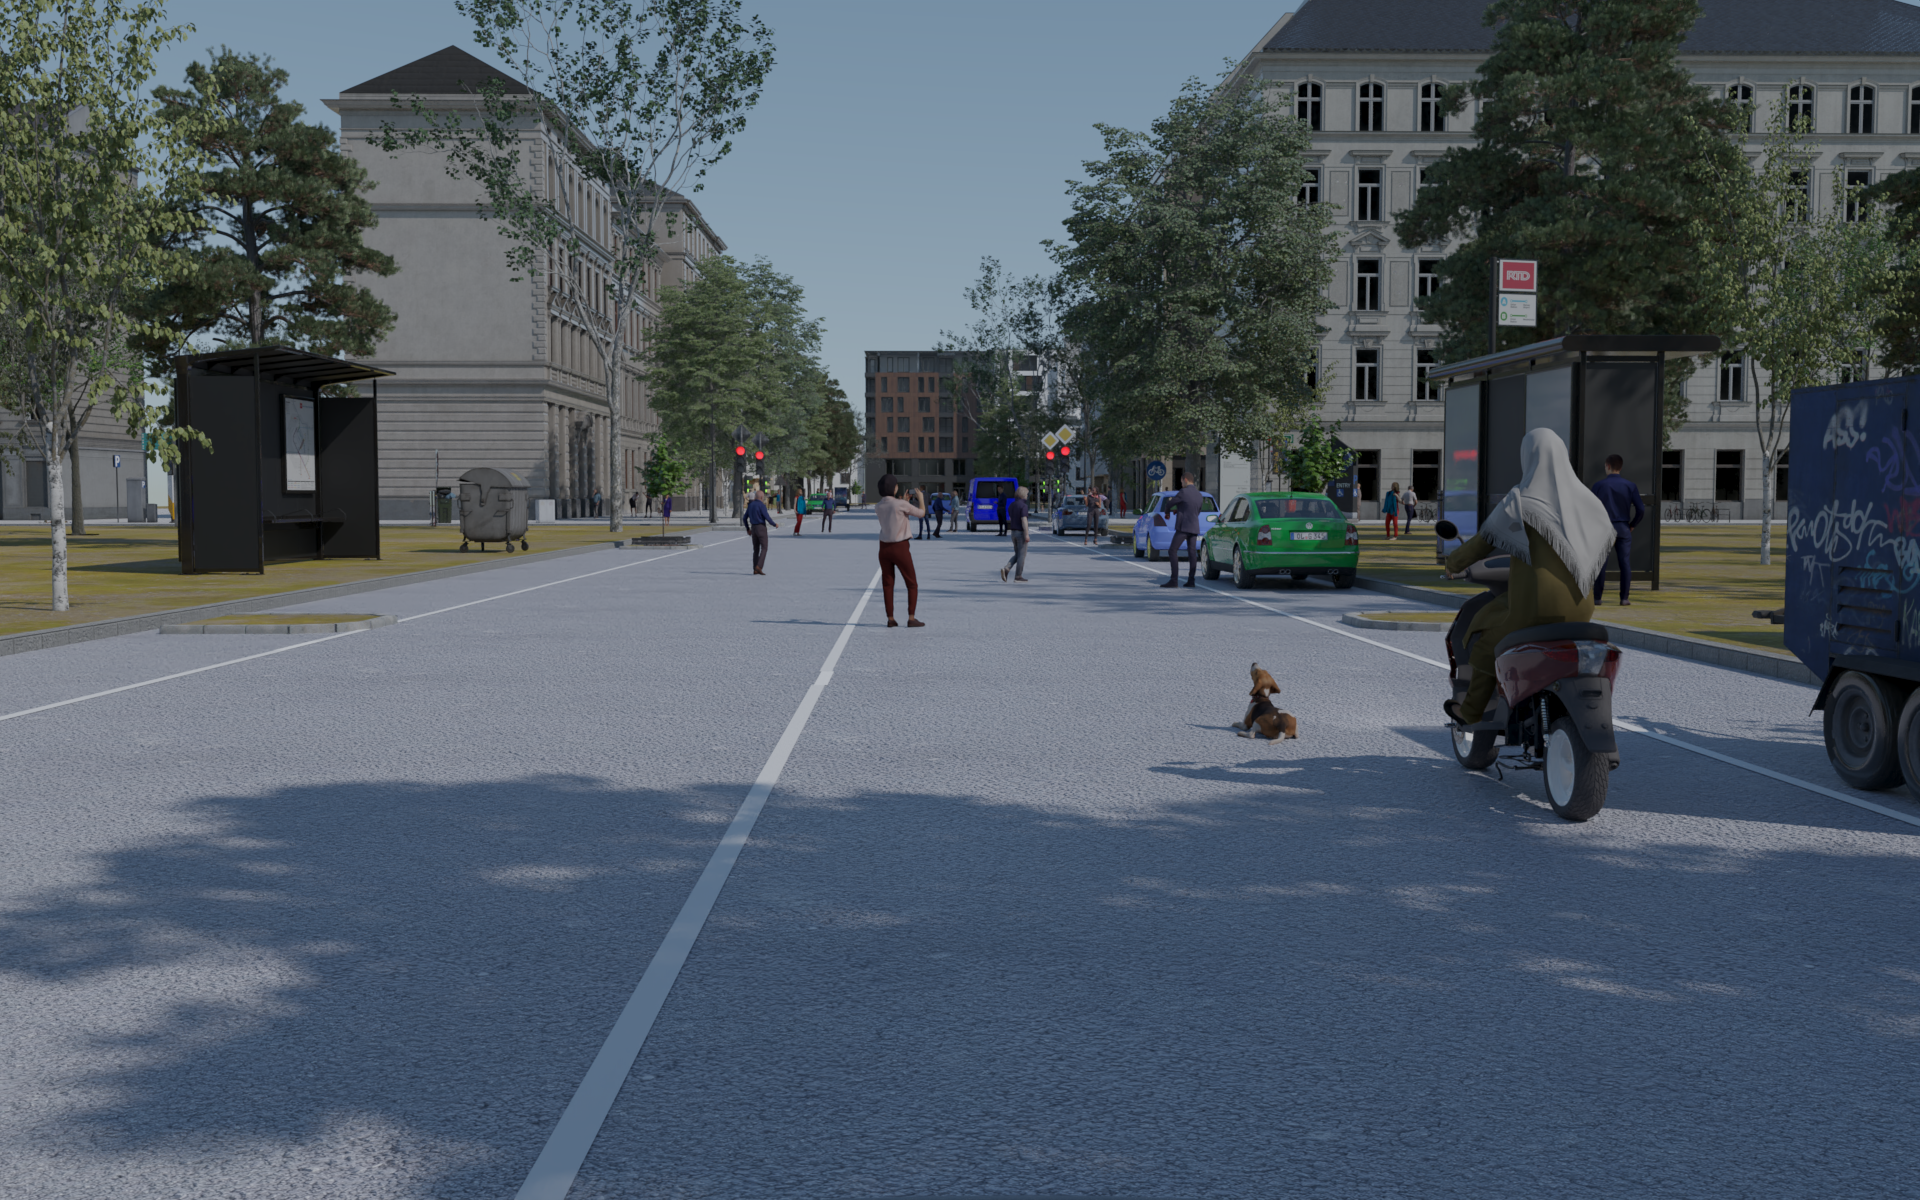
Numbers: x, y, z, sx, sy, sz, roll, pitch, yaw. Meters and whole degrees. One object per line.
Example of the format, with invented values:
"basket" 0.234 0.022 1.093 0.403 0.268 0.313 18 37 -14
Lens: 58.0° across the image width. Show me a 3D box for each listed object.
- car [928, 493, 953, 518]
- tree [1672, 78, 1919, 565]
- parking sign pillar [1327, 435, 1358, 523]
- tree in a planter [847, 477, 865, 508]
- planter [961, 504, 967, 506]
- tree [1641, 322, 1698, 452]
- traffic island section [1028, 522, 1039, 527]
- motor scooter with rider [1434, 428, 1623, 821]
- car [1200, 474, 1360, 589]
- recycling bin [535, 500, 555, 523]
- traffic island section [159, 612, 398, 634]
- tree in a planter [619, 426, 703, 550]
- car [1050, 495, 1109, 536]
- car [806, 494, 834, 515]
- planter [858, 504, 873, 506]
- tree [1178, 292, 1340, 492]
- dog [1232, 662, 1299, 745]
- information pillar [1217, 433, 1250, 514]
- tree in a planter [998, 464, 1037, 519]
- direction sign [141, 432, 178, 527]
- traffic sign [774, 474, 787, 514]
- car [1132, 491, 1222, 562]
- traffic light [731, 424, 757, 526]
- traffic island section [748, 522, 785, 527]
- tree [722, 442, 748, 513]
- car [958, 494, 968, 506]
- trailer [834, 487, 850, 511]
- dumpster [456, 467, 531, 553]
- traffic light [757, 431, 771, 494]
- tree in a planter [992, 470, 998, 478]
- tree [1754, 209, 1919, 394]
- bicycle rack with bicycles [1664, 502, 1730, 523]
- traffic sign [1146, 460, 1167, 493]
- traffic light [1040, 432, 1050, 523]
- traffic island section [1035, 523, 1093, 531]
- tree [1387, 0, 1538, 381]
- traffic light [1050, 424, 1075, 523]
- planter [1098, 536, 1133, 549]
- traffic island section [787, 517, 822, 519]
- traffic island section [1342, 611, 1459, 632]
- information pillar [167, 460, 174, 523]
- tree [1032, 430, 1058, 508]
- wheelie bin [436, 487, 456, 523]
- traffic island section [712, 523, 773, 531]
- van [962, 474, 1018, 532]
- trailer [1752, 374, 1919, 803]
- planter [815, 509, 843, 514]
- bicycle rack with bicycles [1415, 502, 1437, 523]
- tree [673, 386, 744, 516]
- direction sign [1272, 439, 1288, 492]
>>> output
"car" -1.136 -5.779 104.078 1.945 1.707 3.694 0 4 0
"tree" 14.698 -4.934 31.030 4.737 8.622 4.395 0 3 0
"parking sign pillar" 17.085 -5.437 77.362 1.447 3.967 1.447 3 5 41
"tree in a planter" -10.764 -11.074 178.283 1.991 3.239 1.994 0 4 -1
"planter" 1.134 -11.335 206.470 1.991 0.319 1.994 0 4 -1
"tree" 21.664 -8.371 58.925 6.751 12.117 7.091 0 3 0
"traffic island section" 4.003 -3.339 76.868 2.009 0.180 2.903 0 4 -1
"motor scooter with rider" 2.735 0.047 8.202 0.876 1.779 1.986 0 4 -1
"car" 5.011 -1.150 27.597 1.959 1.807 4.718 0 4 -3
"recycling bin" -18.446 -3.942 77.001 0.722 1.027 0.722 -2 4 -25
"traffic island section" -7.224 0.254 18.716 1.991 0.108 1.994 0 4 -1
"tree in a planter" -7.825 -2.956 45.558 1.991 3.239 1.994 0 4 -1
"car" 4.189 -2.971 60.572 2.014 1.417 4.499 0 4 0
"car" -9.726 -6.818 120.262 1.959 1.807 4.718 0 4 -1
"planter" -11.370 -11.288 205.690 1.991 0.319 1.994 0 4 -1
"tree" 11.233 -6.871 62.699 4.737 8.622 4.395 0 3 0
"dog" 1.765 0.605 10.294 0.550 0.427 0.748 2 4 31
"information pillar" 10.682 -4.664 67.566 1.656 3.620 0.184 -3 4 -36
"tree in a planter" 3.444 -6.381 101.559 1.991 3.239 1.994 0 4 -1
"direction sign" -30.630 -4.786 67.019 2.525 3.948 1.411 0 4 0
"traffic sign" -11.379 -6.712 109.747 0.884 2.594 0.081 0 4 8
"car" 4.795 -1.738 38.013 1.945 1.707 3.694 0 4 -1
"traffic light" -8.619 -4.846 68.474 0.839 4.213 0.868 0 4 -1
"traffic island section" -8.836 -3.322 76.590 2.009 0.180 2.903 0 4 -1
"tree" -16.049 -10.299 118.755 4.737 8.622 4.395 0 3 0
"car" 0.828 -12.295 210.807 2.009 1.686 4.222 0 4 -2
"trailer" -9.840 -8.294 142.662 1.471 1.999 3.904 0 4 -2
"dumpster" -10.305 -1.990 38.293 1.264 1.857 1.865 0 4 -1
"traffic light" -8.795 -5.334 76.457 0.839 4.213 0.868 0 4 -1
"tree in a planter" 2.856 -8.029 128.496 1.991 3.239 1.994 0 4 -1
"tree" 32.613 -8.352 62.316 9.928 11.665 9.643 0 3 0
"bicycle rack with bicycles" 33.486 -3.971 78.310 2.852 0.926 2.925 0 4 4
"traffic sign" 7.442 -4.011 65.692 0.768 2.556 0.104 0 4 6
"traffic light" 3.962 -5.352 76.755 0.839 4.213 0.868 0 4 -1
"traffic island section" 4.179 -2.850 68.885 2.009 0.180 2.903 0 4 -1
"tree" 13.539 -8.009 38.366 7.806 13.903 7.818 0 3 0
"traffic light" 4.139 -4.864 68.772 0.839 4.213 0.868 0 4 -1
"planter" 4.682 -1.516 45.932 1.991 0.319 1.994 0 4 -1
"traffic island section" -9.062 -4.794 101.242 1.991 0.108 1.994 0 4 -1
"traffic island section" 5.271 0.236 19.001 1.991 0.108 1.994 0 4 -1
"information pillar" -35.038 -5.232 76.898 0.504 3.616 0.183 3 5 41
"tree" 8.138 -12.207 149.946 4.737 8.622 4.395 0 3 0
"wheelie bin" -22.647 -4.172 76.114 0.980 1.594 0.693 -2 4 -25
"traffic island section" -8.659 -2.833 68.607 2.009 0.180 2.903 0 4 -1
"van" 1.245 -3.833 67.061 2.240 2.365 5.245 0 4 -2
"trailer" 5.025 -0.106 8.778 1.471 1.999 3.904 0 4 -2
"planter" -9.657 -6.546 128.172 1.991 0.319 1.994 0 4 -1
"bicycle rack with bicycles" 21.444 -3.949 77.950 2.852 0.926 2.925 -1 4 -14
"tree" -15.536 -9.468 105.168 4.360 8.622 3.978 0 3 0
"direction sign" 12.852 -4.748 69.627 0.876 3.537 0.379 -3 4 -39
